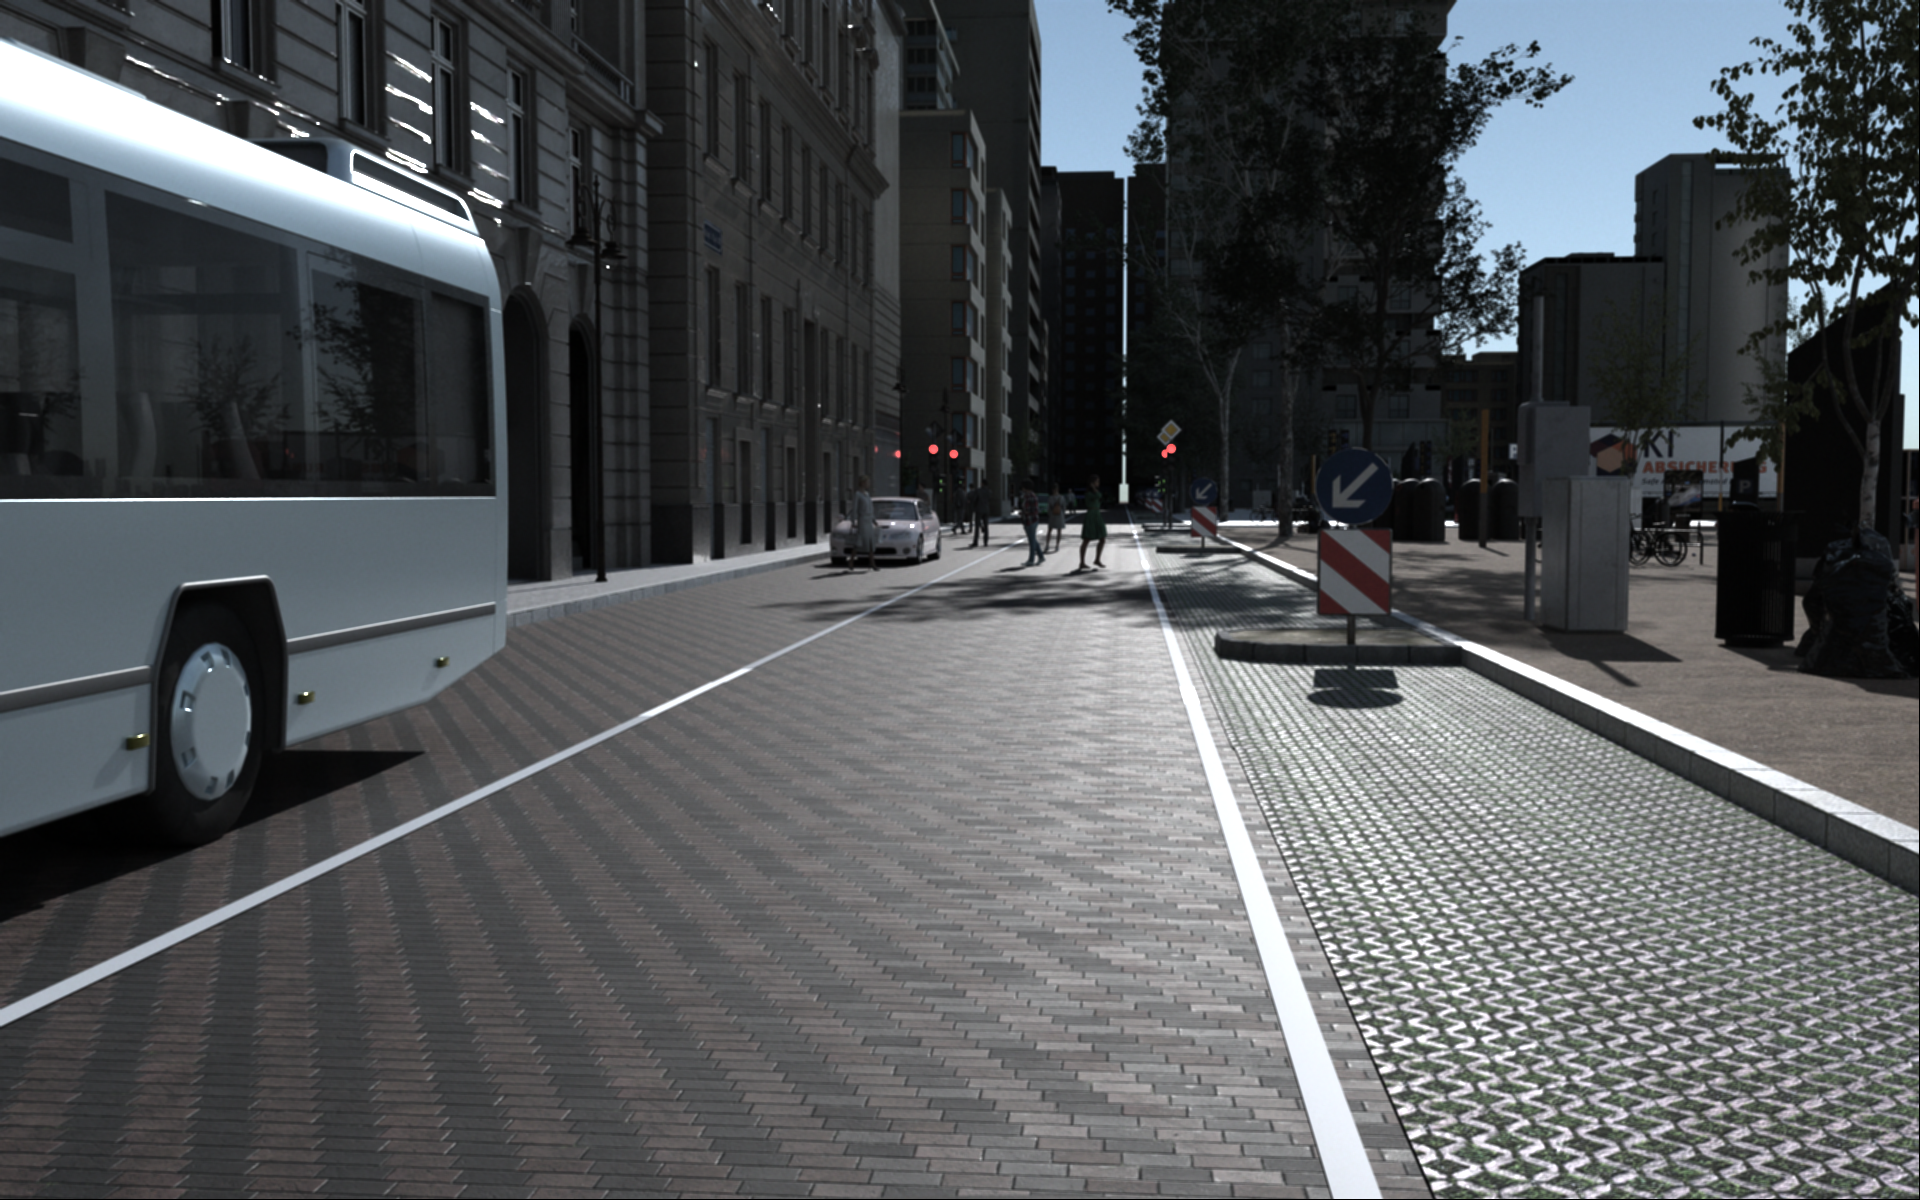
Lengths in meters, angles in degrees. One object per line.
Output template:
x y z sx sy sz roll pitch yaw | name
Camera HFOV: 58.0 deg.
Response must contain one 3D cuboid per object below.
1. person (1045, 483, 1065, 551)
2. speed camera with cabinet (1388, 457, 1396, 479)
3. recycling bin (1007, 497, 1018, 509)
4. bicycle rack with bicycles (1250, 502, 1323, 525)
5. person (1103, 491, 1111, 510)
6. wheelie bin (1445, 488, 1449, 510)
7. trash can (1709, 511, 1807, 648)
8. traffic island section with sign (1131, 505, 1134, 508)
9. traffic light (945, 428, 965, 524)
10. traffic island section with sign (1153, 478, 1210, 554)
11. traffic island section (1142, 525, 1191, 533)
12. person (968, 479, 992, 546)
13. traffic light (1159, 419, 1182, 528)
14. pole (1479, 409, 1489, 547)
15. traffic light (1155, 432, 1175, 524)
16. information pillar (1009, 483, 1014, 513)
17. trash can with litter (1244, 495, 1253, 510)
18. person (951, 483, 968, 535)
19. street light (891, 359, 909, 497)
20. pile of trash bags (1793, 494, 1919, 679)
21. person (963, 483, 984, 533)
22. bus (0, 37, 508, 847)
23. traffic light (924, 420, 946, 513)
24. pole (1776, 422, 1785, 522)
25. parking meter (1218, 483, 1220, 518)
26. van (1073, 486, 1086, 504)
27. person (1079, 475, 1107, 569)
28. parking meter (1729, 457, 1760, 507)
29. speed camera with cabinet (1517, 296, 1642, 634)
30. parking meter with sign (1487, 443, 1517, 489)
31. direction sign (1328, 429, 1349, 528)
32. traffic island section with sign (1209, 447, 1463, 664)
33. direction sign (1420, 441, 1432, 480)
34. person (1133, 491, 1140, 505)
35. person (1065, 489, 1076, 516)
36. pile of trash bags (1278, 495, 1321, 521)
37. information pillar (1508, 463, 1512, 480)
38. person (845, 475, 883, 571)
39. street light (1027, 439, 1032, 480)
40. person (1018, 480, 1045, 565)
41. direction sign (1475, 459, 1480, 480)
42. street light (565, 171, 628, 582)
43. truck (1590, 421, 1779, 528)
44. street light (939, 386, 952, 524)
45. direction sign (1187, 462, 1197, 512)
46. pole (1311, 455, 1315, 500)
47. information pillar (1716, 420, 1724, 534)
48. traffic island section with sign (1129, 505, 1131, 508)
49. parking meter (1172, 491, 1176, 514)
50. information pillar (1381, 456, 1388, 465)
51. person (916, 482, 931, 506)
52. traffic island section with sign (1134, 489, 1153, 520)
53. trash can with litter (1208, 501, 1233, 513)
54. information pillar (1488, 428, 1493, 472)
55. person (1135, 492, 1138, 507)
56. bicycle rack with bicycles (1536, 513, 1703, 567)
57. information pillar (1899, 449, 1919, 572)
2.421 -2.097 43.788 0.512 1.701 0.522 0 4 -7 | person
23.722 -6.030 92.919 2.038 3.252 0.660 1 4 23 | speed camera with cabinet
4.255 -7.840 140.735 0.722 1.027 0.722 -3 4 -38 | recycling bin
14.179 -3.691 73.731 2.925 0.926 2.852 3 5 40 | bicycle rack with bicycles
13.221 -8.994 156.377 0.721 1.723 1.217 3 5 40 | person
24.606 -4.964 89.068 0.980 1.594 0.693 0 4 6 | wheelie bin
6.719 -0.182 14.622 0.748 1.137 0.748 0 3 0 | trash can
13.533 -7.109 124.861 1.989 1.847 2.006 0 4 5 | traffic island section with sign
-0.220 -5.198 73.907 0.839 4.253 0.868 0 4 5 | traffic light
5.813 -2.062 42.350 1.989 1.847 2.006 0 4 5 | traffic island section with sign
7.951 -2.629 65.257 2.009 0.180 2.903 0 4 5 | traffic island section
0.548 -2.401 47.566 0.655 1.846 0.447 -2 4 -26 | person
7.912 -4.662 65.147 0.839 4.253 0.868 0 4 5 | traffic light
12.650 -2.935 41.829 0.158 3.312 0.155 0 3 0 | pole
8.655 -5.148 73.097 0.839 4.253 0.868 0 4 5 | traffic light
3.514 -6.911 117.483 0.304 2.012 0.304 -1 4 -10 | information pillar
23.099 -7.741 137.623 1.678 1.210 2.233 2 4 35 | trash can with litter
0.015 -3.216 61.176 0.850 1.850 0.679 -3 5 -40 | person
-2.024 -5.299 59.434 0.468 5.910 1.993 0 4 5 | street light
6.883 -0.146 12.140 1.912 1.369 3.447 2 4 27 | pile of trash bags
0.506 -3.404 64.112 0.622 1.834 0.822 -2 4 -31 | person
-4.493 -0.556 3.952 2.948 3.499 13.247 0 4 4 | bus
-0.962 -4.712 65.957 0.839 4.253 0.868 0 4 5 | traffic light
22.989 -3.342 48.479 0.158 3.312 0.155 0 3 0 | pole
14.317 -5.443 94.699 0.399 1.863 0.255 -1 4 -9 | parking meter
13.835 -11.815 197.563 2.240 2.365 5.245 0 4 6 | van
2.553 -1.503 33.315 0.529 1.795 0.600 1 4 21 | person
12.102 -1.287 26.747 0.399 1.863 0.255 2 4 28 | parking meter
5.922 -1.371 16.754 0.660 3.252 2.038 0 4 5 | speed camera with cabinet
18.671 -3.925 60.440 0.543 3.016 1.738 -2 4 -28 | parking meter with sign
13.288 -4.213 60.882 0.876 3.537 0.379 -2 4 -25 | direction sign
3.314 -0.421 15.510 1.989 1.847 2.006 0 4 5 | traffic island section with sign
19.813 -5.001 73.765 0.379 3.537 0.876 -1 4 -16 | direction sign
21.612 -12.418 211.665 1.348 1.807 0.705 -3 4 -38 | person
7.064 -6.258 111.310 0.782 1.767 0.515 2 4 35 | person
16.688 -4.398 81.663 3.447 1.369 1.912 1 4 19 | pile of trash bags
41.811 -8.585 131.717 0.183 3.616 0.504 -1 4 -16 | information pillar
-1.811 -1.442 32.429 0.624 1.780 0.694 3 5 44 | person
5.740 -10.357 142.130 0.468 5.910 1.993 0 4 5 | street light
1.452 -1.558 34.814 0.643 1.720 0.563 -1 4 -11 | person
33.016 -7.282 111.061 0.379 3.537 0.876 -3 5 -44 | direction sign
-5.258 -3.207 25.222 0.468 5.910 1.993 0 4 5 | street light
29.288 -4.817 67.673 11.283 4.237 2.839 0 4 7 | truck
-0.620 -6.208 74.296 0.468 5.910 1.993 0 4 5 | street light
16.557 -8.057 123.734 0.876 3.537 0.379 -2 4 -35 | direction sign
18.320 -5.876 89.908 0.158 3.312 0.155 0 3 0 | pole
24.122 -3.887 54.903 0.183 3.616 0.504 1 4 22 | information pillar
18.209 -10.172 174.946 1.989 1.847 2.006 0 4 5 | traffic island section with sign
13.838 -6.357 112.353 0.372 1.533 0.369 0 3 0 | parking meter
26.055 -7.031 106.317 0.504 3.616 0.183 1 4 20 | information pillar
-1.184 -2.562 50.730 0.599 1.781 0.374 2 4 29 | person
10.991 -5.448 97.699 1.989 1.847 2.006 0 4 5 | traffic island section with sign
17.427 -6.530 117.829 2.233 1.210 1.678 1 4 8 | trash can with litter
18.890 -4.312 61.859 0.183 3.616 0.504 0 4 -5 | information pillar
19.019 -10.892 187.521 0.436 1.711 0.756 1 4 13 | person
12.274 -1.124 31.755 2.852 0.926 2.925 -1 4 -21 | bicycle rack with bicycles
15.640 -1.472 28.560 0.304 2.012 0.304 -1 4 -12 | information pillar
